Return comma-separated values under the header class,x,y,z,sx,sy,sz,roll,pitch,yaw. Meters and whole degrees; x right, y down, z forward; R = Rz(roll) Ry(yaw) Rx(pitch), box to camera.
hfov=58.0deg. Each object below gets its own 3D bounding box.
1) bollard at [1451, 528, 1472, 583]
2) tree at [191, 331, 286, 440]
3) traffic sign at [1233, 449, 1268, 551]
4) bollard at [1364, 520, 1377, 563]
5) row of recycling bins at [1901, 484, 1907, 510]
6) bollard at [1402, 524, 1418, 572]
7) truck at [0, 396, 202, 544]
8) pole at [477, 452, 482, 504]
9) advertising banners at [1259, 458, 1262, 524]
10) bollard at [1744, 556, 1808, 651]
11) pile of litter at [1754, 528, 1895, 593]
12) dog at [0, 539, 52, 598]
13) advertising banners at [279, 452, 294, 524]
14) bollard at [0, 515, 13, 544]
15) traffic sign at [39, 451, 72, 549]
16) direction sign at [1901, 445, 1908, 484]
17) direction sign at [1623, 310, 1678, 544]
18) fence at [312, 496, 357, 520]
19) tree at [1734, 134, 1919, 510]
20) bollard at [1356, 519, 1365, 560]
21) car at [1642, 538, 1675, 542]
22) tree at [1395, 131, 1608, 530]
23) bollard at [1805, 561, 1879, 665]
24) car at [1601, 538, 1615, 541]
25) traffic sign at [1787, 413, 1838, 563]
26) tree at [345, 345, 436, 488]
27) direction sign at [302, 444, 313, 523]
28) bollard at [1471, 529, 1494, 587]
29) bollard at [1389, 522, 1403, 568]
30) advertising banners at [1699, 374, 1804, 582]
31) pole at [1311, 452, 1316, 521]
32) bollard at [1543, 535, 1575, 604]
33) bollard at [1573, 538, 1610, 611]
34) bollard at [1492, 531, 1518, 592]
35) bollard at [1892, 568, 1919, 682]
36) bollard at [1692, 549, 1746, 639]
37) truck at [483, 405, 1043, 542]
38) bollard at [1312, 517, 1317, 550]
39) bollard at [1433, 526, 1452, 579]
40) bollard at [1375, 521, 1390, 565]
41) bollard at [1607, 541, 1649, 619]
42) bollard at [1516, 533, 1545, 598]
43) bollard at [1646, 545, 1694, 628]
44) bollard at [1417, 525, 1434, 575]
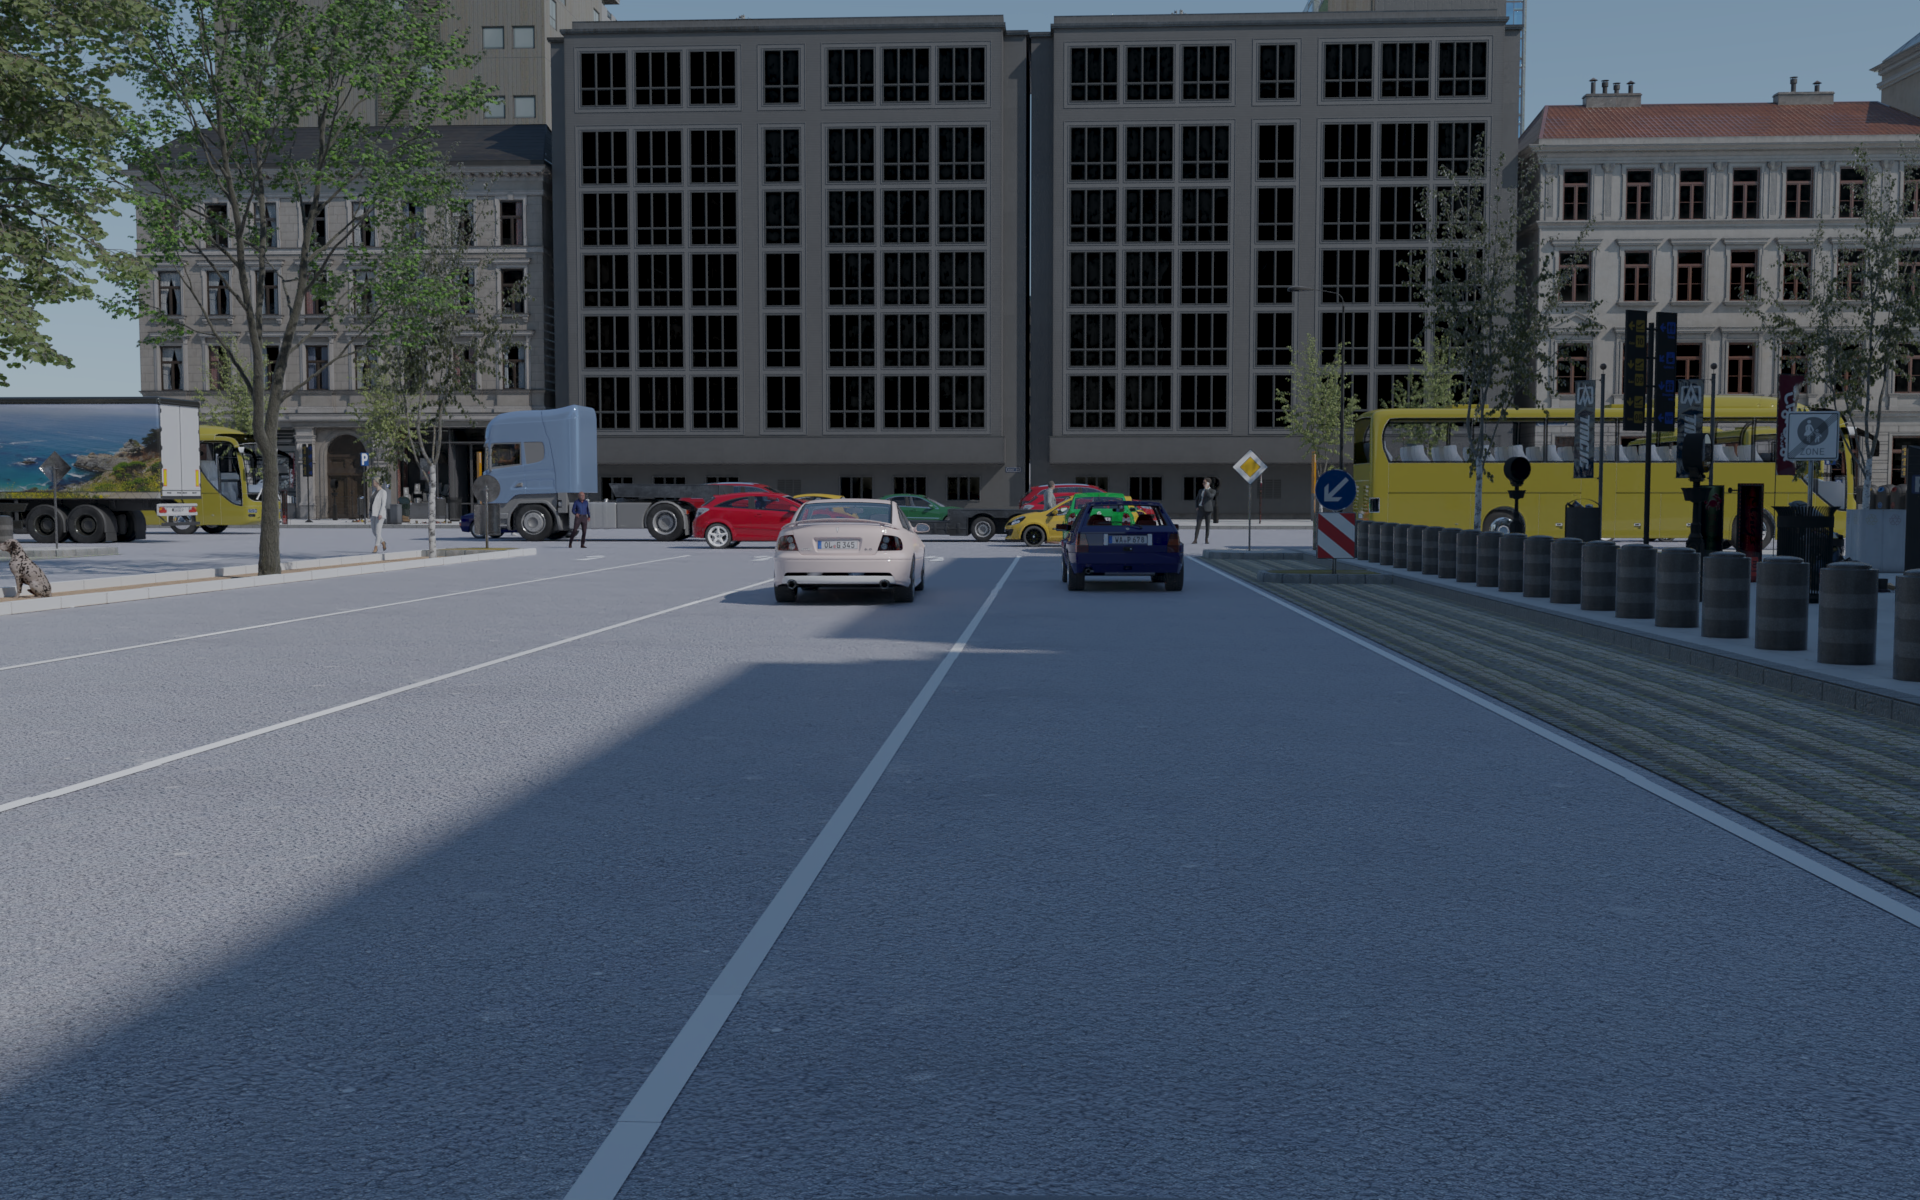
class,x,y,z,sx,sy,sz,roll,pitch,yaw
bollard,7.437,-0.642,25.216,0.404,0.777,0.398,0,3,0
tree,-32.275,-7.804,77.954,4.737,8.622,4.395,0,3,0
traffic sign,6.513,-2.159,38.936,0.795,2.450,0.064,0,4,3
bollard,7.859,-1.084,32.446,0.404,0.777,0.398,0,3,0
row of recycling bins,38.996,-3.988,72.322,1.069,1.692,3.534,-1,4,-11
bollard,7.649,-0.863,28.833,0.404,0.777,0.398,0,3,0
truck,-28.491,-3.812,51.233,11.283,4.237,2.839,0,4,3
pole,-23.261,-5.506,83.859,0.158,3.312,0.155,0,3,0
advertising banners,13.000,-4.815,74.905,0.090,3.025,2.074,1,4,11
bollard,6.804,0.023,14.335,0.404,0.777,0.398,0,3,0
pile of litter,11.646,-0.563,23.176,1.176,0.858,1.719,-2,4,-28
dog,-12.682,-0.420,23.703,0.800,0.831,0.513,2,4,24
advertising banners,-28.582,-4.711,73.215,2.074,3.025,0.090,3,5,44
bollard,-22.861,-1.632,41.402,0.404,0.777,0.398,0,3,0
traffic sign,-21.183,-2.258,40.566,0.795,2.450,0.064,0,4,3
direction sign,44.130,-5.430,80.770,0.876,3.537,0.379,-2,4,-30
direction sign,8.563,-1.807,21.545,0.876,3.537,0.379,-2,4,-27
fence,-31.150,-4.590,86.252,0.480,1.192,2.264,2,4,35
tree,18.563,-5.215,35.622,4.360,8.622,3.978,0,3,0
bollard,7.931,-1.158,33.651,0.404,0.777,0.398,0,3,0
car,22.291,-2.572,52.277,3.980,1.641,2.015,0,4,4
tree,11.128,-5.252,36.227,4.360,8.622,3.978,0,3,0
bollard,6.733,0.097,13.136,0.404,0.777,0.398,0,3,0
car,17.809,-2.630,52.036,4.494,1.783,2.155,0,4,2
traffic sign,10.546,-1.184,21.494,0.606,2.300,0.079,1,4,11
tree,-27.716,-8.152,83.645,4.737,8.622,4.395,0,3,0
direction sign,-29.374,-5.262,78.031,0.876,3.537,0.379,3,5,41
bollard,7.369,-0.568,24.004,0.404,0.777,0.398,0,3,0
bollard,7.720,-0.937,30.032,0.404,0.777,0.398,0,3,0
advertising banners,11.405,-1.763,25.018,2.074,3.025,0.090,-1,4,-23
pole,16.964,-5.458,83.080,0.158,3.312,0.155,0,3,0
bollard,7.157,-0.346,20.379,0.404,0.777,0.398,0,3,0
bollard,7.084,-0.272,19.161,0.404,0.777,0.398,0,3,0
bollard,7.296,-0.493,22.782,0.404,0.777,0.398,0,3,0
bollard,6.663,0.170,11.934,0.404,0.777,0.398,0,3,0
bollard,6.873,-0.050,15.538,0.404,0.777,0.398,0,3,0
truck,-5.711,-3.859,52.846,18.799,4.110,2.967,0,4,3
bollard,8.279,-1.525,39.655,0.404,0.777,0.398,0,3,0
bollard,7.504,-0.716,26.416,0.404,0.777,0.398,0,3,0
bollard,7.785,-1.011,31.246,0.404,0.777,0.398,0,3,0
bollard,7.013,-0.198,17.955,0.404,0.777,0.398,0,3,0
bollard,7.229,-0.420,21.582,0.404,0.777,0.398,0,3,0
bollard,6.944,-0.125,16.755,0.404,0.777,0.398,0,3,0
bollard,7.580,-0.790,27.633,0.404,0.777,0.398,0,3,0
